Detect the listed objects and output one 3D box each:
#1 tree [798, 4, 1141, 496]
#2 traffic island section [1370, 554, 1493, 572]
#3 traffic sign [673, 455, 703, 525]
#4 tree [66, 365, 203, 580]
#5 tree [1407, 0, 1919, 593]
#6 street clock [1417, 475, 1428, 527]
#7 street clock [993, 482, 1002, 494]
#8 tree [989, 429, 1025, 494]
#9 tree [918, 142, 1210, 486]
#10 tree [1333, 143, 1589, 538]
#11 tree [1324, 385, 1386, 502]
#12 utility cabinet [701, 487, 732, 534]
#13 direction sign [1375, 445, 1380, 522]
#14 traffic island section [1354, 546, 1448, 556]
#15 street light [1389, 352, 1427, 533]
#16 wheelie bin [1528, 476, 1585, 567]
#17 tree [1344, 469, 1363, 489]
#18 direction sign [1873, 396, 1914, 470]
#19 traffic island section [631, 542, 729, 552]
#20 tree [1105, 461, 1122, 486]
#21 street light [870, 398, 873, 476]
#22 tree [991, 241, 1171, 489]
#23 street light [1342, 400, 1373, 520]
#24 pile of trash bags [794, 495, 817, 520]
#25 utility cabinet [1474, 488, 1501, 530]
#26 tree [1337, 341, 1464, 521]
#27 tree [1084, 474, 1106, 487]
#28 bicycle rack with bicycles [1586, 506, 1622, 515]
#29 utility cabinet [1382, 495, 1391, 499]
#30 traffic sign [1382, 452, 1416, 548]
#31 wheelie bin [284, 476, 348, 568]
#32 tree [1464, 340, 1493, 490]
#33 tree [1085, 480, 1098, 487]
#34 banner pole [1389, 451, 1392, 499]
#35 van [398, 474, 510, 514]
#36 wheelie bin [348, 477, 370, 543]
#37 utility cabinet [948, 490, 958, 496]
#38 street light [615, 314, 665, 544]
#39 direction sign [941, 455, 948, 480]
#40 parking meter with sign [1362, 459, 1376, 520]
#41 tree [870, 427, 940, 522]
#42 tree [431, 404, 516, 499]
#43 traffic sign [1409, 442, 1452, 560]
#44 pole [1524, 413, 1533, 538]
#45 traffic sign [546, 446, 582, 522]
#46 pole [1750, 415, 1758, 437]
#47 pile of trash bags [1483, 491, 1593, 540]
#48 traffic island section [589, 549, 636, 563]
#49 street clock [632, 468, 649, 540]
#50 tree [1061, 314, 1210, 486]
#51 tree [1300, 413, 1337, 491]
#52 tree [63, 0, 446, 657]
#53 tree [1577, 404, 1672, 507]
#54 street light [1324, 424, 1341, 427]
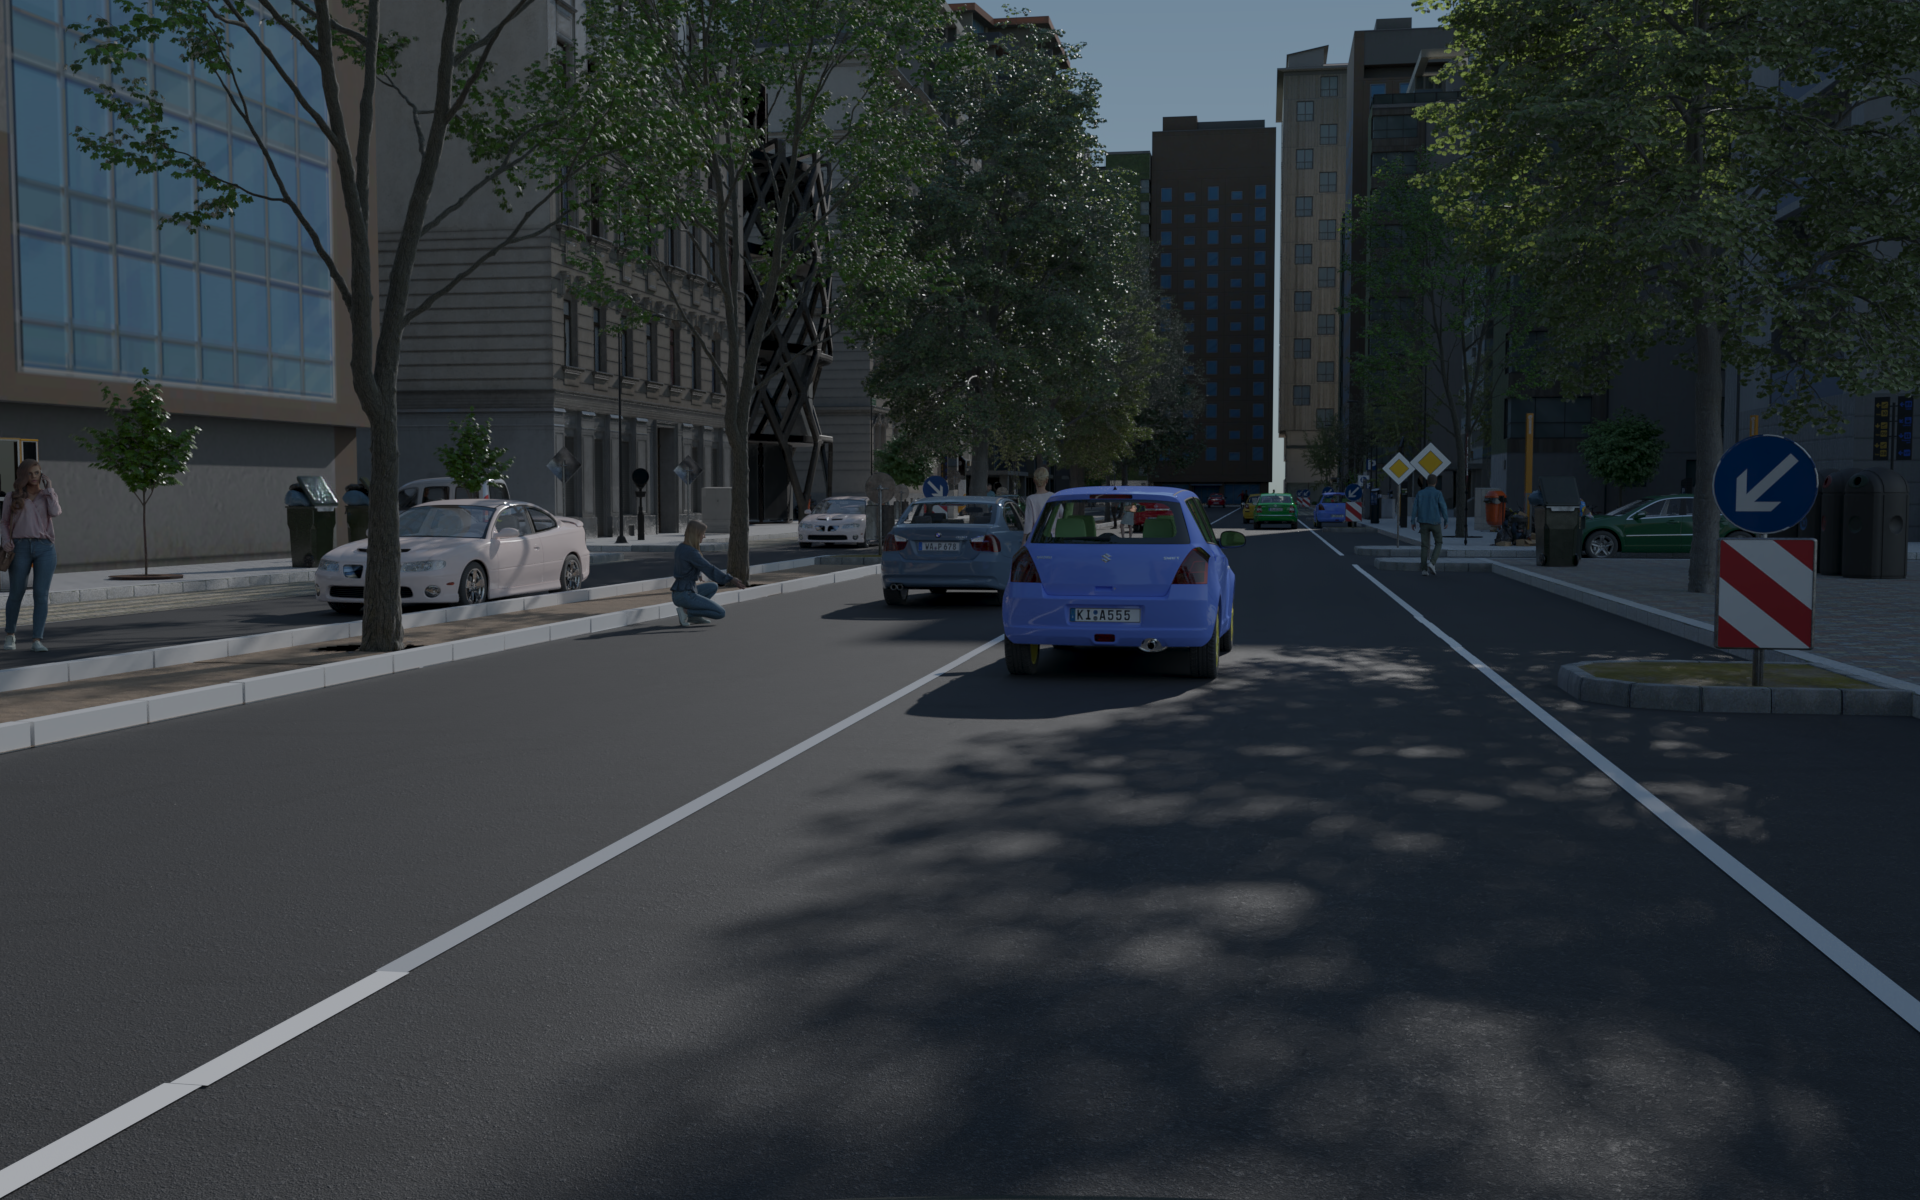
[{"bbox_3d":[0.469,-8.400,46.446,9.857,13.997,8.962,0,3,0],"label":"tree"},{"bbox_3d":[9.094,-0.688,33.523,2.009,0.180,2.903,1,4,10],"label":"traffic island section"},{"bbox_3d":[-6.966,-2.493,44.397,0.795,2.450,0.064,1,4,10],"label":"traffic sign"},{"bbox_3d":[-12.191,-1.926,26.099,1.663,3.219,1.824,0,3,0],"label":"tree"},{"bbox_3d":[9.383,-6.384,22.511,7.486,12.596,7.792,0,3,0],"label":"tree"},{"bbox_3d":[17.767,-3.782,66.413,0.358,2.002,0.471,-2,4,-24],"label":"street clock"},{"bbox_3d":[2.307,-6.227,106.387,0.471,2.002,0.358,-1,4,-12],"label":"street clock"},{"bbox_3d":[3.501,-10.145,116.231,4.360,8.622,3.978,0,3,0],"label":"tree"},{"bbox_3d":[2.790,-8.997,59.927,12.009,13.543,11.850,0,3,0],"label":"tree"},{"bbox_3d":[14.787,-7.648,50.803,9.928,11.665,9.643,0,3,0],"label":"tree"},{"bbox_3d":[25.492,-9.847,111.365,4.360,8.622,3.978,0,3,0],"label":"tree"},{"bbox_3d":[-7.684,-2.840,55.105,1.173,1.500,0.318,2,4,32],"label":"utility cabinet"},{"bbox_3d":[19.103,-5.351,79.484,0.379,3.537,0.876,1,4,12],"label":"direction sign"},{"bbox_3d":[10.481,-1.169,41.387,2.009,0.180,2.903,1,4,10],"label":"traffic island section"},{"bbox_3d":[14.690,-5.155,56.830,1.470,5.913,1.316,1,4,10],"label":"street light"},{"bbox_3d":[10.564,-1.399,30.778,0.980,1.594,0.693,0,4,0],"label":"wheelie bin"},{"bbox_3d":[27.049,-7.614,119.093,1.663,3.219,1.824,0,3,0],"label":"tree"},{"bbox_3d":[21.636,-2.949,40.216,0.379,3.537,0.876,-3,4,-36],"label":"direction sign"},{"bbox_3d":[-6.990,-1.357,44.463,2.009,0.180,2.903,1,4,10],"label":"traffic island section"},{"bbox_3d":[17.063,-14.799,192.333,4.360,8.622,3.978,0,3,0],"label":"tree"},{"bbox_3d":[-3.251,-6.199,73.899,1.470,5.913,1.316,1,4,10],"label":"street light"},{"bbox_3d":[5.326,-9.578,77.178,7.486,12.596,7.792,0,3,0],"label":"tree"},{"bbox_3d":[19.863,-6.936,85.937,1.470,5.913,1.316,1,4,10],"label":"street light"},{"bbox_3d":[-7.907,-4.596,84.903,1.912,1.369,3.447,-1,4,-21],"label":"pile of trash bags"},{"bbox_3d":[18.662,-3.215,61.240,1.173,1.500,0.318,-3,5,-41],"label":"utility cabinet"},{"bbox_3d":[20.927,-8.067,82.255,4.737,8.622,4.395,0,3,0],"label":"tree"},{"bbox_3d":[13.362,-11.793,176.535,4.285,4.588,4.351,0,3,0],"label":"tree"},{"bbox_3d":[19.029,-2.356,51.902,2.925,0.926,2.852,0,4,-4],"label":"bicycle rack with bicycles"},{"bbox_3d":[25.473,-5.719,104.660,1.020,1.237,0.306,0,4,1],"label":"utility cabinet"},{"bbox_3d":[10.457,-2.304,41.314,0.795,2.450,0.064,1,4,10],"label":"traffic sign"},{"bbox_3d":[-11.385,-1.371,30.325,0.693,1.594,0.980,1,4,19],"label":"wheelie bin"},{"bbox_3d":[25.916,-8.147,83.562,4.737,8.622,4.395,0,3,0],"label":"tree"},{"bbox_3d":[12.534,-10.629,168.378,1.663,3.219,1.824,0,3,0],"label":"tree"},{"bbox_3d":[25.323,-6.845,101.928,0.401,3.779,0.863,1,4,22],"label":"banner pole"},{"bbox_3d":[-13.068,-2.157,42.282,4.112,2.044,2.013,1,4,8],"label":"van"},{"bbox_3d":[-10.992,-1.471,31.959,0.693,1.594,0.980,-1,4,-10],"label":"wheelie bin"},{"bbox_3d":[-0.376,-4.990,90.263,0.318,1.500,1.173,1,4,10],"label":"utility cabinet"},{"bbox_3d":[-8.281,-4.420,44.801,1.470,5.913,1.316,1,4,10],"label":"street light"},{"bbox_3d":[-0.892,-6.462,97.649,0.379,3.537,0.876,-2,4,-24],"label":"direction sign"},{"bbox_3d":[20.653,-5.584,87.557,0.543,3.016,1.738,0,4,4],"label":"parking meter with sign"},{"bbox_3d":[-2.475,-5.962,81.187,4.285,4.588,4.351,0,3,0],"label":"tree"},{"bbox_3d":[-10.443,-2.622,37.470,1.663,3.219,1.824,0,3,0],"label":"tree"},{"bbox_3d":[9.069,-1.823,33.450,0.795,2.450,0.064,1,4,10],"label":"traffic sign"},{"bbox_3d":[14.385,-3.057,43.829,0.158,3.312,0.155,0,3,0],"label":"pole"},{"bbox_3d":[-8.353,-2.012,36.533,0.795,2.450,0.064,1,4,10],"label":"traffic sign"},{"bbox_3d":[20.521,-3.119,44.843,0.158,3.312,0.155,0,3,0],"label":"pole"},{"bbox_3d":[15.267,-2.221,46.058,3.447,1.369,1.912,-2,4,-29],"label":"pile of trash bags"},{"bbox_3d":[-8.378,-0.876,36.599,2.009,0.180,2.903,1,4,10],"label":"traffic island section"},{"bbox_3d":[-8.876,-2.665,48.149,0.471,2.002,0.358,-1,4,-14],"label":"street clock"},{"bbox_3d":[9.567,-11.067,100.409,9.611,12.733,9.660,0,3,0],"label":"tree"},{"bbox_3d":[33.248,-12.615,156.624,4.737,8.622,4.395,0,3,0],"label":"tree"},{"bbox_3d":[-5.185,-5.327,15.305,9.928,11.665,9.643,0,3,0],"label":"tree"},{"bbox_3d":[24.342,-4.880,63.503,4.285,4.588,4.351,0,3,0],"label":"tree"},{"bbox_3d":[24.888,-8.716,115.045,1.470,5.913,1.316,1,4,10],"label":"street light"}]
